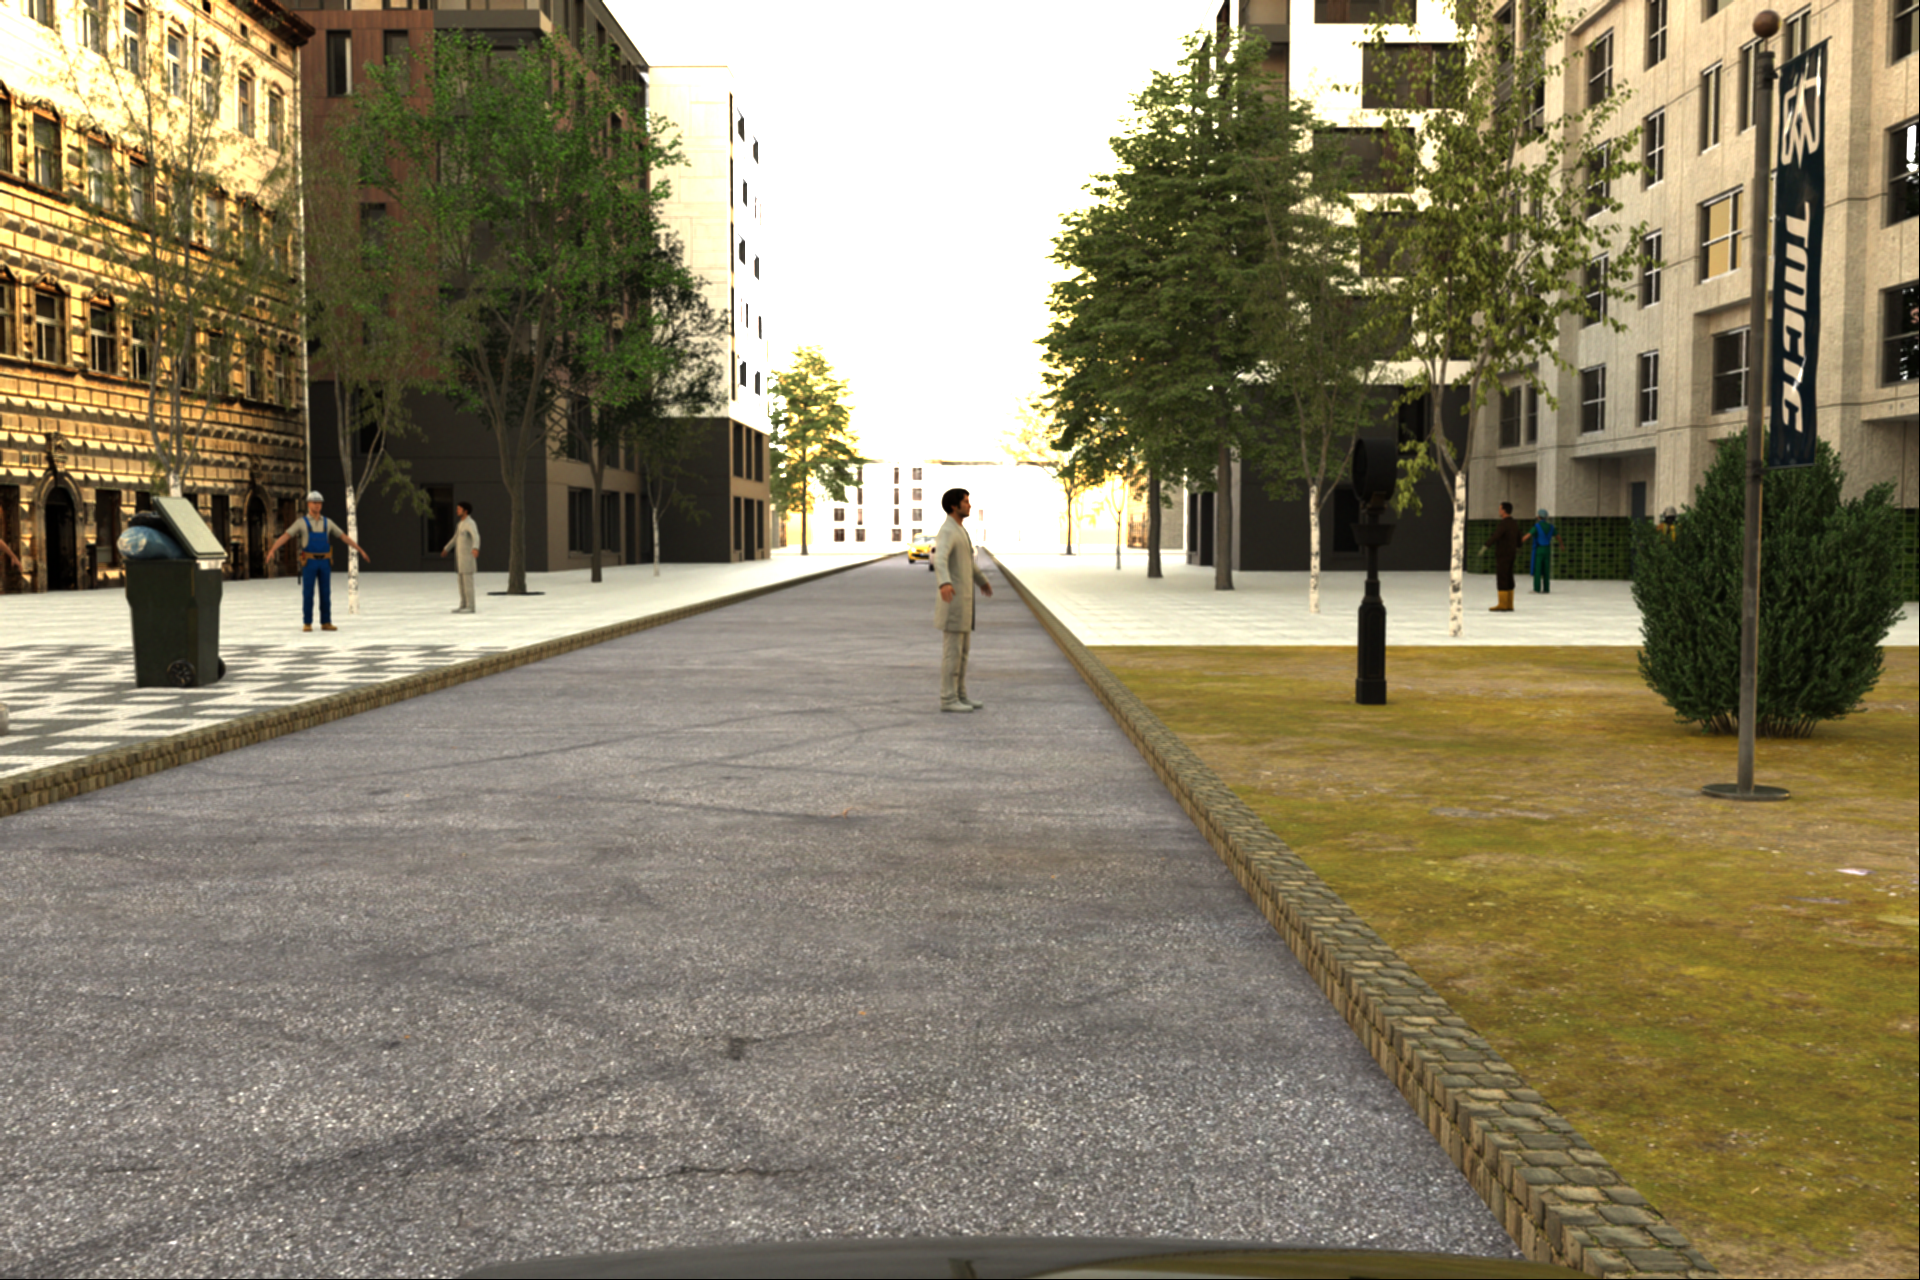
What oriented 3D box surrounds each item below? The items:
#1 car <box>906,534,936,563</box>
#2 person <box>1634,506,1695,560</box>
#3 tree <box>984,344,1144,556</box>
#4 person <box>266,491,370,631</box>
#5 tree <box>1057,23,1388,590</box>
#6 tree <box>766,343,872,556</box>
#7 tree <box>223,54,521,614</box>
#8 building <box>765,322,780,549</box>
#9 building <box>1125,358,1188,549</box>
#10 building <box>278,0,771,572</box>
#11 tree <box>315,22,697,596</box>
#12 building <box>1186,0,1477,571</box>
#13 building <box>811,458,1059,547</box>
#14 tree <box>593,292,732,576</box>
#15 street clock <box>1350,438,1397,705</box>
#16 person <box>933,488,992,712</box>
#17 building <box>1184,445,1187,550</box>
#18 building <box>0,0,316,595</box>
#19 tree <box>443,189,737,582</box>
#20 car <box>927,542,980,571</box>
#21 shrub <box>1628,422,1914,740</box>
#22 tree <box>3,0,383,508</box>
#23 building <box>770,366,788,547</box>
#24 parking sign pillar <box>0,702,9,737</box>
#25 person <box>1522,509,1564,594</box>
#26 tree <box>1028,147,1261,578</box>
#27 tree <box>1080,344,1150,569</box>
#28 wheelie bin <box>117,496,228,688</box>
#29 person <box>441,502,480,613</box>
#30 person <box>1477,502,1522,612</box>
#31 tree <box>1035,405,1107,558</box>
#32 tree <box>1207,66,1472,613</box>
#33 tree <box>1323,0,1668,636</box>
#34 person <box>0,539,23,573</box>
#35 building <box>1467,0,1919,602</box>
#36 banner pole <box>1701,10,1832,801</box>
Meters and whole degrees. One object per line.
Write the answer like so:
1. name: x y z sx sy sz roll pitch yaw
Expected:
1. car: -1.649 -4.629 85.906 2.015 1.641 3.980 0 4 1
2. person: 14.624 -1.833 35.733 1.354 1.858 0.705 0 4 7
3. tree: 6.580 -11.794 103.194 12.009 13.543 11.850 0 3 0
4. person: -8.516 -1.044 22.931 1.347 1.847 0.705 -3 4 -39
5. tree: 5.679 -7.431 39.628 7.486 12.596 7.792 0 3 0
6. tree: -9.098 -11.288 102.691 7.486 12.596 7.792 0 3 0
7. tree: -9.923 -4.721 27.559 4.360 8.622 3.978 0 3 0
8. building: -24.496 -16.688 139.301 16.747 18.905 31.486 0 4 0
9. building: 25.121 -19.818 154.945 19.493 23.208 18.063 0 3 0
10. building: -24.077 -14.063 73.908 27.936 21.610 32.646 0 4 1
11. tree: -9.365 -6.750 36.117 9.928 11.665 9.643 0 3 0
12. building: 23.559 -14.154 75.390 27.936 21.610 32.646 0 3 0
13. building: -2.672 -15.275 194.350 28.070 9.664 9.099 -1 4 -8
14. tree: -9.266 -6.243 52.433 4.360 8.622 3.978 0 3 0
15. street clock: 3.109 -0.519 13.050 0.358 2.002 0.471 0 4 -1
16. person: -0.003 -0.332 14.080 0.705 1.806 1.347 1 4 15
17. building: 22.638 -11.347 127.673 9.099 9.664 28.070 0 4 0
18. building: -29.145 -12.985 43.235 19.493 23.208 18.063 0 4 1
19. tree: -9.742 -6.795 45.510 8.767 10.594 7.601 0 4 5
20. car: -0.262 -3.437 68.558 2.083 1.381 4.827 0 4 1
21. shrub: 5.134 -0.429 11.061 1.661 2.075 1.752 0 3 0
22. tree: -9.953 -4.336 21.257 4.360 8.622 3.978 0 3 0
23. building: -26.783 -20.462 165.489 19.493 23.208 18.063 0 4 0
24. parking sign pillar: -6.764 -1.360 10.708 1.447 3.967 1.447 0 4 0
25. person: 12.504 -1.907 37.300 1.347 1.817 0.704 -1 4 -20
26. tree: 5.467 -8.098 50.531 7.486 12.596 7.792 0 3 0
27. tree: 5.666 -6.867 62.632 4.360 8.622 3.978 0 3 0
28. wheelie bin: -6.671 -0.413 14.655 0.693 1.594 0.980 0 3 0
29. person: -8.076 -1.345 28.175 0.705 1.806 1.347 -3 4 -38
30. person: 9.033 -1.385 28.783 1.346 1.812 0.704 -3 5 -45
31. tree: 6.459 -8.734 93.157 4.360 8.622 3.978 0 3 0
32. tree: 5.758 -4.757 28.141 4.360 8.622 3.978 0 3 0
33. tree: 6.415 -4.362 21.674 4.737 8.622 4.395 0 3 0
34. person: -9.449 -0.577 16.233 1.217 1.733 0.721 -3 5 -40
35. building: 24.943 -10.646 40.521 16.747 18.905 31.486 0 4 0
36. banner pole: 3.851 -1.110 8.159 0.401 3.779 0.863 0 4 1
